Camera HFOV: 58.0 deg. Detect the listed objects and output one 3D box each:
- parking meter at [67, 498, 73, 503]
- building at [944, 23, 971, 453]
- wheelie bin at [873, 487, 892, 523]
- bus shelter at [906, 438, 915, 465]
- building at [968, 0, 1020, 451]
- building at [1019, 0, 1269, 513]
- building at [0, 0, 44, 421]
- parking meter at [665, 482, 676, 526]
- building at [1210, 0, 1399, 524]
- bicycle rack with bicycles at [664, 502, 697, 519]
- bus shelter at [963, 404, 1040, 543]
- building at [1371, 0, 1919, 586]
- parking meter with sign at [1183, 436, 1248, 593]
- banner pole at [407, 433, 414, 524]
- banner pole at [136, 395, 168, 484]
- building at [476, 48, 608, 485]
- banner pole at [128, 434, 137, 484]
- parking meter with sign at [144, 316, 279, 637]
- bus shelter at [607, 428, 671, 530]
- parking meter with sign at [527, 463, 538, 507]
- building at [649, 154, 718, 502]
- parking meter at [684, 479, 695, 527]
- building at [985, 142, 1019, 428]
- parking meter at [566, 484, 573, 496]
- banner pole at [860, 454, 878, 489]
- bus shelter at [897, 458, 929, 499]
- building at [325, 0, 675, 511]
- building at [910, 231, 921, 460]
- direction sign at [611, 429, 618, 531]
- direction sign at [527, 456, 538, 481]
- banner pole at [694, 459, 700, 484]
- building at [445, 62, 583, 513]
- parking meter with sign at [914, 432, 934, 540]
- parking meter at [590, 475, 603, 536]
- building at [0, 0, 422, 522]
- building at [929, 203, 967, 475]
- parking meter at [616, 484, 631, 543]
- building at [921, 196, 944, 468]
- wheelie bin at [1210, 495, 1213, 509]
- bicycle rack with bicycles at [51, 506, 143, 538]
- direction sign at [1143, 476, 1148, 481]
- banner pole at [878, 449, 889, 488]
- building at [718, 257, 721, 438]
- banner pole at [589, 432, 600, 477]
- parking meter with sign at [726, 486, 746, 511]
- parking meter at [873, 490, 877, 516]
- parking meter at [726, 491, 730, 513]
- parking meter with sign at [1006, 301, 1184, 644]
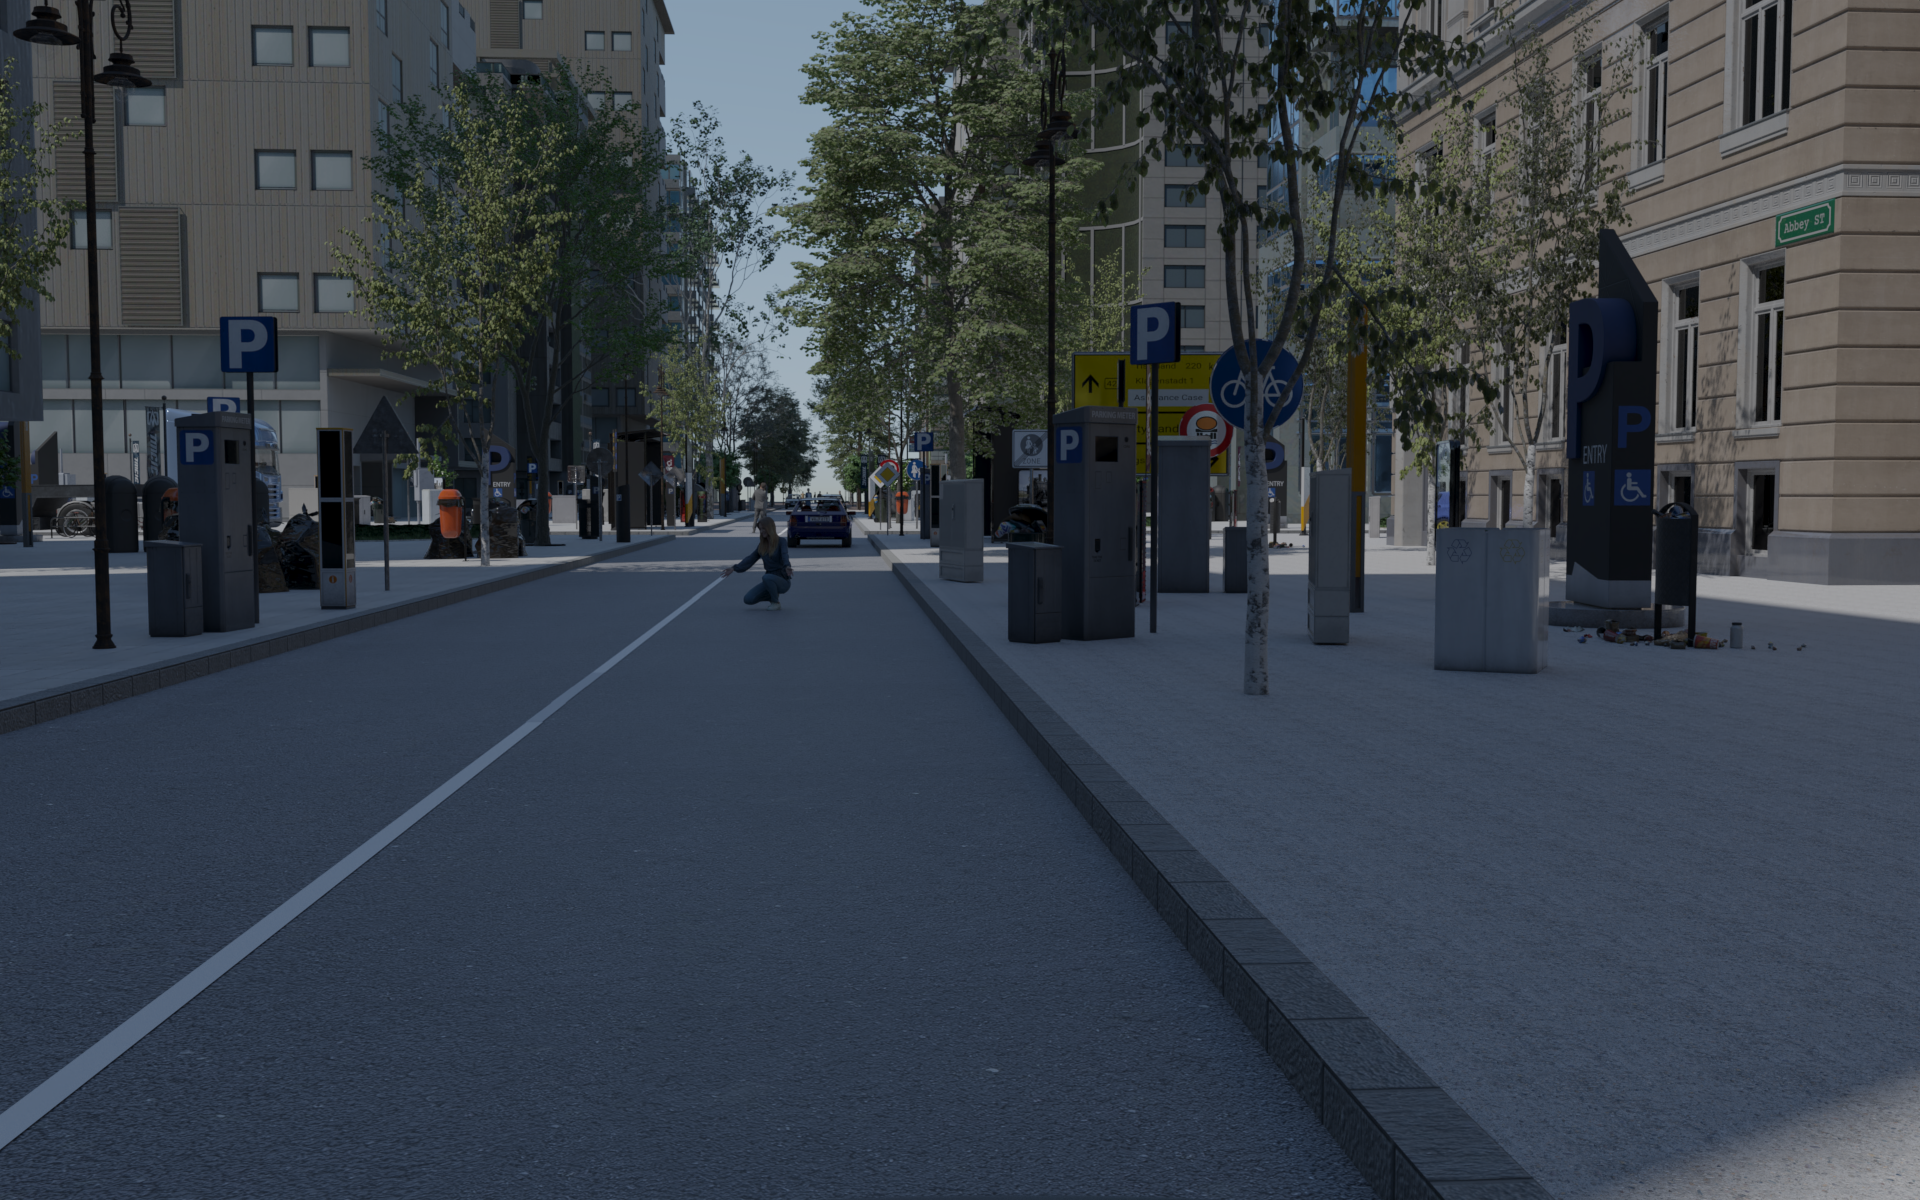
[{"bbox_3d":[-31.465,-3.217,61.014,0.372,1.533,0.369,0,3,0],"label":"parking meter"},{"bbox_3d":[13.480,-36.624,188.048,28.713,52.752,27.495,0,4,-4],"label":"building"},{"bbox_3d":[-3.432,-4.261,77.568,0.693,1.594,0.980,2,4,33],"label":"wheelie bin"},{"bbox_3d":[-3.683,-8.496,116.547,2.179,5.291,8.768,0,4,-4],"label":"bus shelter"},{"bbox_3d":[12.214,-33.016,163.516,21.300,48.544,21.600,0,4,-4],"label":"building"},{"bbox_3d":[13.406,-42.093,126.469,20.563,71.187,20.611,0,4,-4],"label":"building"},{"bbox_3d":[-26.728,-21.334,32.408,14.086,41.232,14.154,0,4,-4],"label":"building"},{"bbox_3d":[-11.583,-3.890,69.308,0.399,1.863,0.255,0,4,-8],"label":"parking meter"},{"bbox_3d":[28.320,-47.176,84.005,31.000,86.520,22.319,0,4,-4],"label":"building"},{"bbox_3d":[-15.251,-4.772,91.406,2.925,0.926,2.852,3,5,41],"label":"bicycle rack with bicycles"},{"bbox_3d":[1.093,-3.471,48.036,1.731,3.624,6.357,0,4,-4],"label":"bus shelter"},{"bbox_3d":[17.657,-15.146,33.545,13.634,28.700,20.117,0,4,-4],"label":"building"},{"bbox_3d":[2.916,-1.605,22.505,1.738,3.016,0.543,0,4,3],"label":"parking meter with sign"},{"bbox_3d":[-22.445,-4.936,70.717,0.401,3.779,0.863,0,4,4],"label":"banner pole"},{"bbox_3d":[-20.249,-3.289,43.792,0.401,3.779,0.863,1,4,19],"label":"banner pole"},{"bbox_3d":[-44.369,-27.753,145.642,32.217,40.220,23.993,0,4,-4],"label":"building"},{"bbox_3d":[-34.088,-4.985,71.524,0.863,3.779,0.401,2,4,33],"label":"banner pole"},{"bbox_3d":[-7.026,-1.223,16.260,0.543,3.016,1.738,0,4,3],"label":"parking meter with sign"},{"bbox_3d":[-11.957,-4.505,64.935,1.731,3.624,6.357,0,4,-4],"label":"bus shelter"},{"bbox_3d":[-23.813,-6.183,97.351,0.543,3.016,1.738,-2,4,-29],"label":"parking meter with sign"},{"bbox_3d":[-47.633,-38.177,243.794,23.786,49.044,30.456,0,4,-4],"label":"building"},{"bbox_3d":[-10.674,-3.825,68.247,0.399,1.863,0.255,0,4,1],"label":"parking meter"},{"bbox_3d":[8.943,-22.862,145.499,14.160,30.474,14.107,0,4,-4],"label":"building"},{"bbox_3d":[-22.179,-5.669,98.405,0.399,1.863,0.255,-1,4,-18],"label":"parking meter"},{"bbox_3d":[-5.164,-6.471,95.810,0.863,3.779,0.401,-3,4,-36],"label":"banner pole"},{"bbox_3d":[-2.941,-6.502,100.232,2.014,3.302,5.546,0,4,-4],"label":"bus shelter"},{"bbox_3d":[-43.545,-35.613,171.508,28.713,52.752,27.495,0,4,-4],"label":"building"},{"bbox_3d":[3.236,-38.361,281.833,22.147,44.769,28.867,0,4,-4],"label":"building"},{"bbox_3d":[-12.044,-4.192,60.542,0.379,3.537,0.876,-1,4,-20],"label":"direction sign"},{"bbox_3d":[-25.397,-6.807,103.298,0.876,3.537,0.379,1,4,11],"label":"direction sign"},{"bbox_3d":[-17.367,-7.633,114.812,0.863,3.779,0.401,0,4,6],"label":"banner pole"},{"bbox_3d":[-34.219,-21.263,119.355,14.160,30.474,14.107,0,4,-4],"label":"building"},{"bbox_3d":[-0.852,-3.260,49.566,0.543,3.016,1.738,1,4,11],"label":"parking meter with sign"},{"bbox_3d":[-11.098,-2.888,52.927,0.399,1.863,0.255,-1,4,-14],"label":"parking meter"},{"bbox_3d":[-40.502,-30.525,88.322,28.713,52.752,27.495,0,4,-4],"label":"building"},{"bbox_3d":[2.466,-34.378,245.676,14.154,41.232,14.086,0,4,-4],"label":"building"},{"bbox_3d":[-8.920,-2.291,45.866,0.372,1.533,0.369,0,3,0],"label":"parking meter"},{"bbox_3d":[1.398,-37.289,259.791,14.600,45.320,14.200,0,4,-4],"label":"building"},{"bbox_3d":[7.127,-2.688,51.864,0.693,1.594,0.980,-3,5,-42],"label":"wheelie bin"},{"bbox_3d":[-25.545,-2.316,51.251,2.925,0.926,2.852,1,4,11],"label":"bicycle rack with bicycles"},{"bbox_3d":[11.392,-7.135,108.661,0.876,3.537,0.379,0,4,-8],"label":"direction sign"},{"bbox_3d":[-4.187,-6.493,96.172,0.863,3.779,0.401,-1,4,-9],"label":"banner pole"},{"bbox_3d":[-49.664,-40.078,274.885,23.786,49.044,30.456,0,4,-4],"label":"building"},{"bbox_3d":[-14.711,-4.873,69.697,0.863,3.779,0.401,3,5,42],"label":"banner pole"},{"bbox_3d":[-17.344,-8.396,133.538,1.738,3.016,0.543,-3,5,-41],"label":"parking meter with sign"},{"bbox_3d":[-4.945,-5.753,102.478,0.372,1.533,0.369,0,3,0],"label":"parking meter"},{"bbox_3d":[-15.825,-6.669,117.456,0.372,1.533,0.369,0,3,0],"label":"parking meter"},{"bbox_3d":[1.176,-1.169,15.377,1.738,3.016,0.543,-3,5,-42],"label":"parking meter with sign"}]
